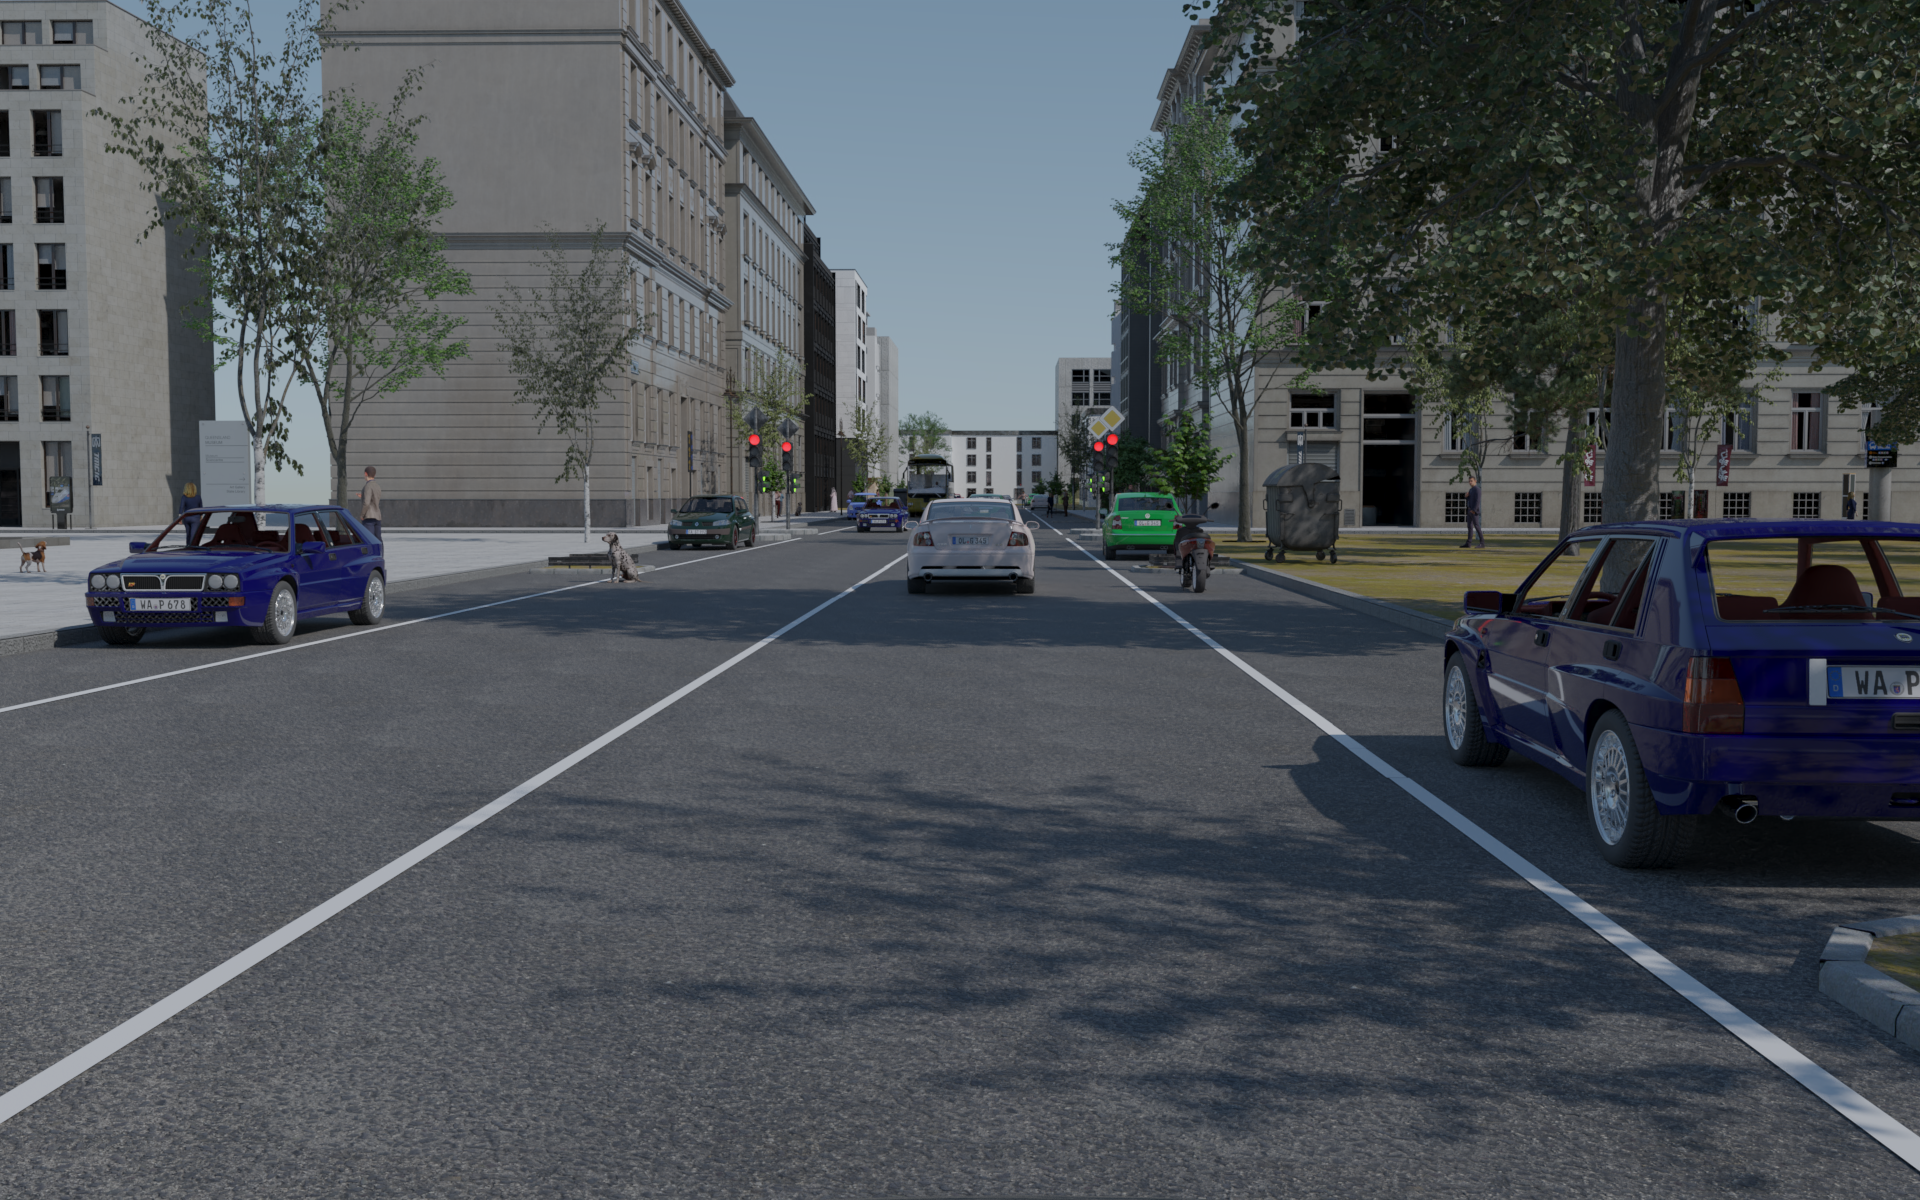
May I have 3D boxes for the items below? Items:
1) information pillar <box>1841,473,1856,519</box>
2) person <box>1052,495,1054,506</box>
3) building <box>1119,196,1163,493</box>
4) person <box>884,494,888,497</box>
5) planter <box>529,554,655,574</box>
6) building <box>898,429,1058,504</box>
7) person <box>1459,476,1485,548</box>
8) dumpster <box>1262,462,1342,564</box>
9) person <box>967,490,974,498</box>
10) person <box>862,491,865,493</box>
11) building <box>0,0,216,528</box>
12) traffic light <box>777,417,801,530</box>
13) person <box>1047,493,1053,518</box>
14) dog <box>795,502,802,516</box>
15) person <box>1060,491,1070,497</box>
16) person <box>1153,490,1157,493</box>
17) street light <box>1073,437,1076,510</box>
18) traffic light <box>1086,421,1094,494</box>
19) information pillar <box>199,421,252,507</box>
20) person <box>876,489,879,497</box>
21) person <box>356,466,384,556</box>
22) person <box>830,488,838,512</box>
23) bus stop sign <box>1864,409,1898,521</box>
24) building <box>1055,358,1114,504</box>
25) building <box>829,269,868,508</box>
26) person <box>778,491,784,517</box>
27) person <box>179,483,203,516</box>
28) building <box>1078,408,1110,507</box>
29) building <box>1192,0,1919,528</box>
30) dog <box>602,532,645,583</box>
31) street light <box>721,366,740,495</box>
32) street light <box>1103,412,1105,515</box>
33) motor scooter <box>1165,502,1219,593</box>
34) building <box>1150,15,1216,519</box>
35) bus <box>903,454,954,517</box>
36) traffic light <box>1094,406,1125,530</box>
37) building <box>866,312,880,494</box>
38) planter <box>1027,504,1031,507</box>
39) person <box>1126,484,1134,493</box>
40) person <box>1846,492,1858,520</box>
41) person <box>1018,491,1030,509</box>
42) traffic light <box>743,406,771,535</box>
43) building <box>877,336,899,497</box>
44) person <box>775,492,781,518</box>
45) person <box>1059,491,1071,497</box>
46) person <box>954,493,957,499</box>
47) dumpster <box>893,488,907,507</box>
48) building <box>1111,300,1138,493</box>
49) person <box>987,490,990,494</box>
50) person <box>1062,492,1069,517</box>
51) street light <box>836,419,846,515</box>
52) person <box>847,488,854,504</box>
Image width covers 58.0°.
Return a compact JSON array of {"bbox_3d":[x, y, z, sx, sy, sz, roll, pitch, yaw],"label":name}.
[{"bbox_3d":[31.607,-3.495,61.628,0.304,2.012,0.304,-2,4,-24],"label":"information pillar"},{"bbox_3d":[10.211,-11.331,191.271,0.705,1.831,1.348,-1,4,-14],"label":"person"},{"bbox_3d":[19.171,-18.481,121.235,14.314,24.678,30.058,0,4,2],"label":"building"},{"bbox_3d":[-6.473,-8.858,150.867,0.705,1.824,1.348,0,4,2],"label":"person"},{"bbox_3d":[-6.728,-0.668,32.068,1.991,0.319,1.994,0,4,2],"label":"planter"},{"bbox_3d":[-1.137,-17.552,229.129,28.070,9.664,9.099,0,4,2],"label":"building"},{"bbox_3d":[12.141,-2.082,41.003,0.530,1.710,0.541,0,4,2],"label":"person"},{"bbox_3d":[6.448,-1.643,32.622,1.264,1.857,1.865,0,4,1],"label":"dumpster"},{"bbox_3d":[1.103,-8.959,155.116,1.348,1.807,0.705,2,4,24],"label":"person"},{"bbox_3d":[-6.788,-6.918,121.698,0.480,1.512,0.613,-2,4,-32],"label":"person"},{"bbox_3d":[-41.237,-13.215,70.812,16.860,20.320,10.420,0,4,2],"label":"building"},{"bbox_3d":[-6.205,-4.487,62.610,0.839,4.213,0.868,0,4,2],"label":"traffic light"},{"bbox_3d":[5.429,-5.736,104.830,0.480,1.512,0.613,-3,5,-43],"label":"person"},{"bbox_3d":[-9.234,-5.205,99.482,0.513,0.831,0.800,0,4,7],"label":"dog"},{"bbox_3d":[12.043,-11.741,198.015,1.348,1.822,0.705,2,4,34],"label":"person"},{"bbox_3d":[7.802,-3.827,71.806,0.799,1.438,0.628,-1,4,-17],"label":"person"},{"bbox_3d":[9.055,-10.046,137.045,0.468,5.910,1.993,0,4,2],"label":"street light"},{"bbox_3d":[4.953,-4.470,62.332,0.839,4.213,0.868,0,4,2],"label":"traffic light"},{"bbox_3d":[-23.519,-3.925,55.485,1.656,3.620,0.184,0,4,7],"label":"information pillar"},{"bbox_3d":[-7.368,-9.189,156.961,0.721,1.739,1.217,0,4,3],"label":"person"},{"bbox_3d":[-10.251,-1.419,29.773,0.750,1.759,0.617,2,4,24],"label":"person"},{"bbox_3d":[-8.932,-7.052,122.019,0.621,1.740,0.551,0,4,0],"label":"person"},{"bbox_3d":[28.762,-3.982,54.125,0.837,3.901,0.837,1,4,23],"label":"bus stop sign"},{"bbox_3d":[28.744,-22.380,232.366,31.486,18.905,16.747,0,4,2],"label":"building"},{"bbox_3d":[-23.492,-19.054,155.512,27.936,21.610,32.646,0,4,2],"label":"building"},{"bbox_3d":[-10.097,-5.424,96.937,0.429,1.552,0.499,-3,5,-42],"label":"person"},{"bbox_3d":[-15.424,-1.602,34.780,0.480,1.512,0.613,-3,4,-36],"label":"person"},{"bbox_3d":[16.958,-13.867,168.865,9.099,9.664,28.070,0,4,2],"label":"building"},{"bbox_3d":[25.482,-14.583,71.723,30.059,22.955,16.112,0,4,2],"label":"building"},{"bbox_3d":[-5.354,-0.686,28.045,0.800,0.831,0.513,0,4,-1],"label":"dog"},{"bbox_3d":[-8.309,-5.512,62.908,0.468,5.910,1.993,0,4,2],"label":"street light"},{"bbox_3d":[7.960,-7.526,95.836,0.468,5.910,1.993,0,4,2],"label":"street light"},{"bbox_3d":[3.472,-0.796,25.791,0.815,1.314,1.986,0,3,0],"label":"motor scooter"},{"bbox_3d":[18.135,-18.772,94.308,14.401,28.519,23.554,0,4,2],"label":"building"},{"bbox_3d":[-1.839,-7.275,110.491,2.896,3.916,12.252,0,4,2],"label":"bus"},{"bbox_3d":[4.742,-3.982,54.350,0.839,4.213,0.868,0,4,2],"label":"traffic light"},{"bbox_3d":[-16.181,-19.650,177.701,16.016,20.091,11.380,0,4,2],"label":"building"},{"bbox_3d":[8.389,-10.404,191.239,1.991,0.319,1.994,0,4,2],"label":"planter"},{"bbox_3d":[7.962,-4.486,79.921,0.617,1.759,0.750,-2,4,-31],"label":"person"},{"bbox_3d":[30.144,-2.918,58.745,0.613,1.512,0.480,0,4,1],"label":"person"},{"bbox_3d":[6.154,-9.697,167.762,1.217,1.736,0.721,1,4,9],"label":"person"},{"bbox_3d":[-6.415,-3.999,54.628,0.839,4.213,0.868,0,4,2],"label":"traffic light"},{"bbox_3d":[-23.455,-20.579,202.923,31.486,18.905,16.747,0,4,2],"label":"building"},{"bbox_3d":[-9.716,-5.154,91.772,0.517,1.644,0.566,3,4,36],"label":"person"},{"bbox_3d":[11.072,-10.797,182.583,1.348,1.824,0.705,0,4,-3],"label":"person"},{"bbox_3d":[-0.528,-7.487,133.129,0.499,1.552,0.429,3,4,39],"label":"person"},{"bbox_3d":[-4.165,-7.550,131.653,1.865,1.857,1.264,0,4,2],"label":"dumpster"},{"bbox_3d":[21.104,-17.865,148.517,16.016,20.091,11.380,0,4,2],"label":"building"},{"bbox_3d":[2.545,-8.767,151.849,0.705,1.822,1.348,2,4,32],"label":"person"},{"bbox_3d":[6.696,-6.079,110.159,0.482,1.546,0.388,-3,5,-39],"label":"person"},{"bbox_3d":[-7.138,-8.032,104.115,0.468,5.910,1.993,0,4,2],"label":"street light"},{"bbox_3d":[-7.356,-6.797,118.115,0.436,1.711,0.756,-2,4,-28],"label":"person"}]
